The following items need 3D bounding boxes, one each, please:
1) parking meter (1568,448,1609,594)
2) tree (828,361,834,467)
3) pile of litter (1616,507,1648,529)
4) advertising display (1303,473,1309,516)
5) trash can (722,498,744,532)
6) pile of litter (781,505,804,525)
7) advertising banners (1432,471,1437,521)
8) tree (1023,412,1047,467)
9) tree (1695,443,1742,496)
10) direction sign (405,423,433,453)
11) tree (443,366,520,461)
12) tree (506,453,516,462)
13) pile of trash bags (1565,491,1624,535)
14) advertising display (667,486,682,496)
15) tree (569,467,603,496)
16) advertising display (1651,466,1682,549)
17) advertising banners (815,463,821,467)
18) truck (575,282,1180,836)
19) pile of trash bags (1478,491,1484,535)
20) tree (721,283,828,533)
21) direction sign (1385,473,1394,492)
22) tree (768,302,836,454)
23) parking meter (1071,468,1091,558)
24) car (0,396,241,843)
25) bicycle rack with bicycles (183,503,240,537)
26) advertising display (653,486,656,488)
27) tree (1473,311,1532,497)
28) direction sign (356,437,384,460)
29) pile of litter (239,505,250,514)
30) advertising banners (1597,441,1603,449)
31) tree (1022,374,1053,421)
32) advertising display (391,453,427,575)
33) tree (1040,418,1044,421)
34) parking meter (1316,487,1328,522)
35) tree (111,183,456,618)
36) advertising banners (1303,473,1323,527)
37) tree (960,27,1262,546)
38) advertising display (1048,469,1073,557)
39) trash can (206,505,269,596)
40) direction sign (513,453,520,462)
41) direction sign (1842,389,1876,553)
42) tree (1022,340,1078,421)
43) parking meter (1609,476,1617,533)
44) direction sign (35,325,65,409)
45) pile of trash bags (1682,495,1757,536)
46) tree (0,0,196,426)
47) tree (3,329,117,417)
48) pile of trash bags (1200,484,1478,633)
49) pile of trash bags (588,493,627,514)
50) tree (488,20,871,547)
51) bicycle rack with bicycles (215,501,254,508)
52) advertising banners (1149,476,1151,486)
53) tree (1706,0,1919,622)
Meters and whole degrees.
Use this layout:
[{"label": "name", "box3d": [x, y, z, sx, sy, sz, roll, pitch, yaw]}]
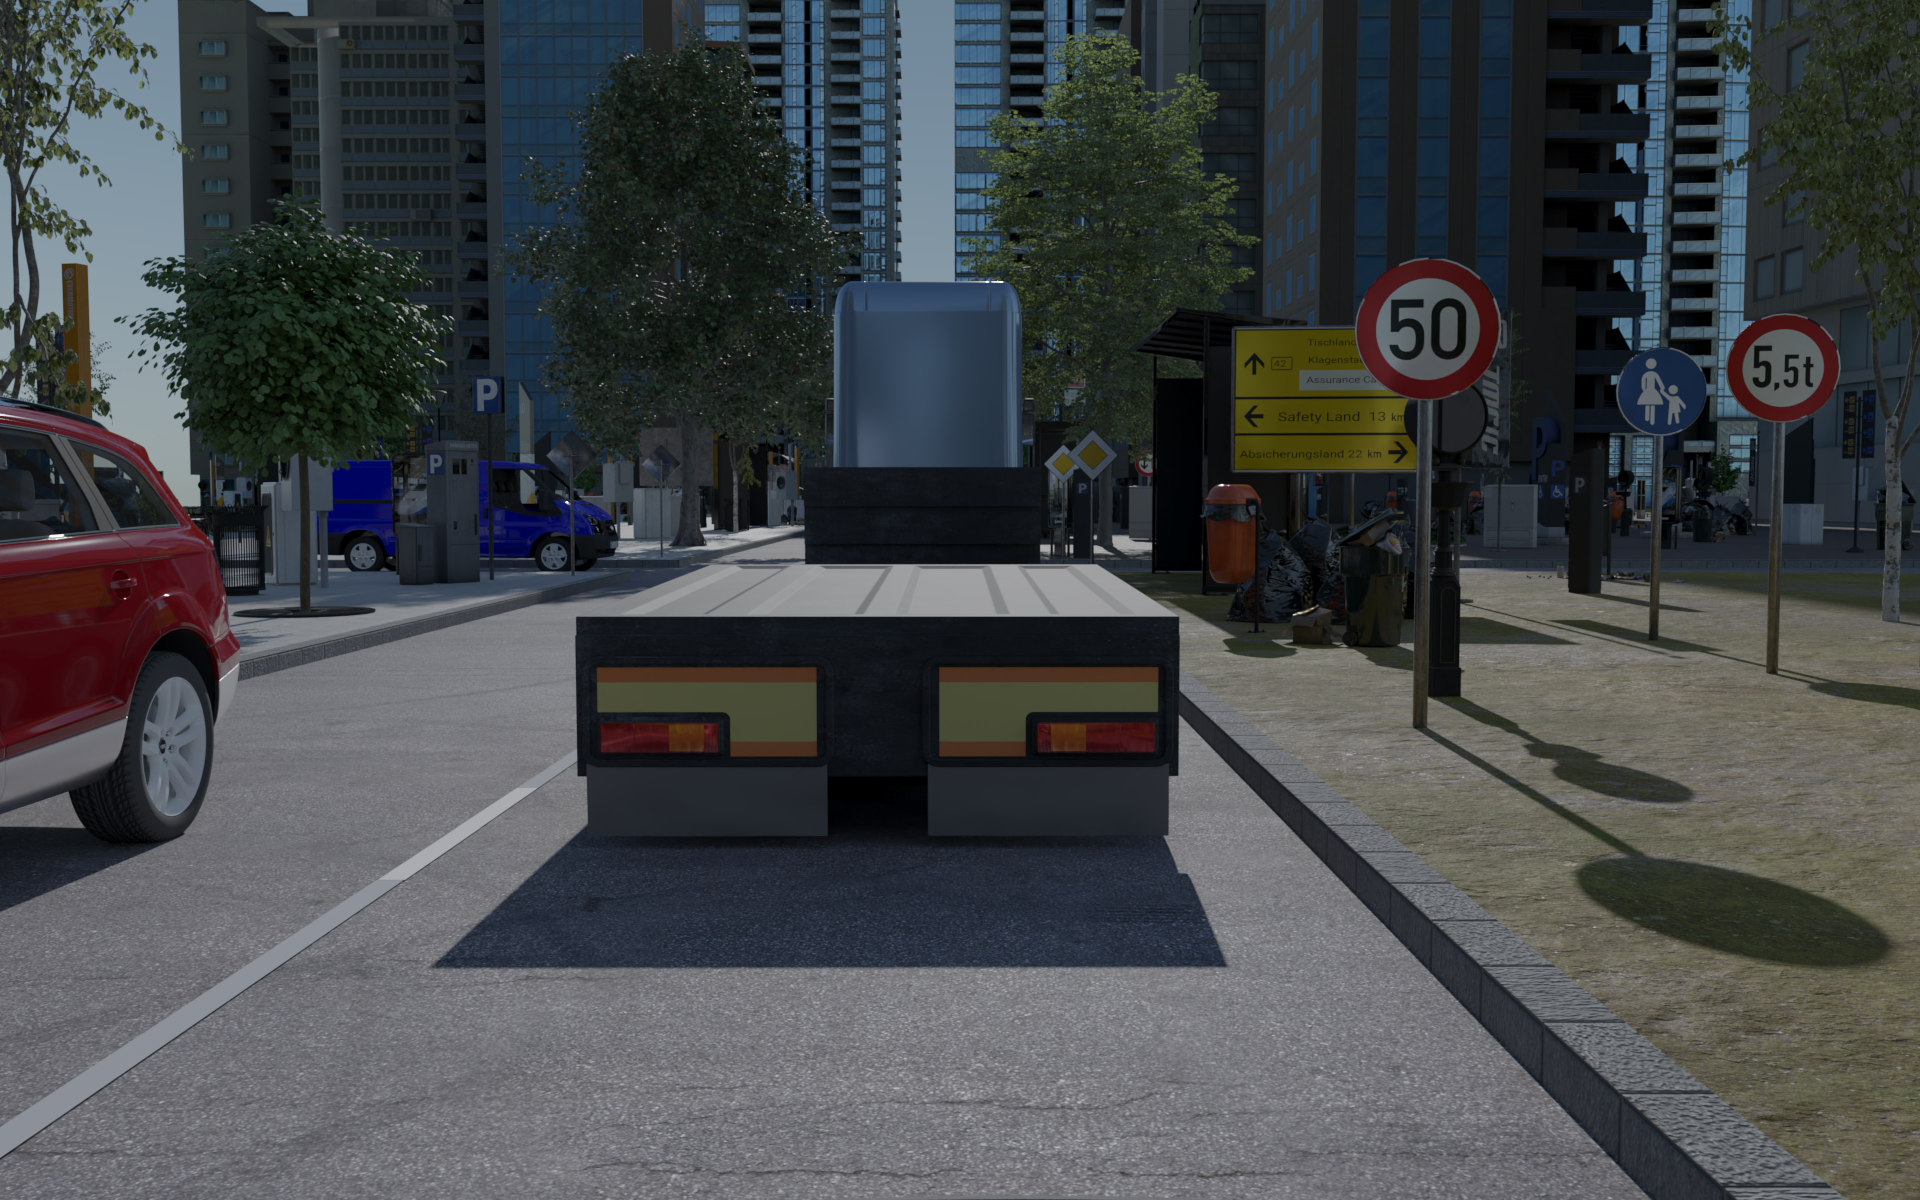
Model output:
[{"label": "parking meter", "box3d": [8.100, -1.023, 22.429, 0.255, 1.863, 0.399, -2, 4, -25]}, {"label": "tree", "box3d": [-6.488, -7.946, 80.284, 4.737, 8.622, 4.395, 0, 3, 0]}, {"label": "pile of litter", "box3d": [25.167, -3.103, 64.692, 1.719, 0.858, 1.176, -2, 4, -35]}, {"label": "advertising display", "box3d": [10.364, -2.912, 52.825, 0.123, 1.923, 0.974, -1, 4, -15]}, {"label": "trash can", "box3d": [-7.686, -2.876, 58.681, 0.748, 1.137, 0.748, 0, 3, 0]}, {"label": "pile of litter", "box3d": [-6.813, -3.524, 71.585, 1.719, 0.858, 1.176, -1, 4, -12]}, {"label": "advertising banners", "box3d": [17.074, -4.024, 61.975, 0.090, 3.025, 2.074, 0, 4, 5]}, {"label": "tree", "box3d": [2.921, -5.055, 66.362, 4.285, 4.588, 4.351, 0, 3, 0]}, {"label": "tree", "box3d": [28.766, -4.347, 65.681, 1.663, 3.219, 1.824, 0, 3, 0]}, {"label": "direction sign", "box3d": [-17.136, -3.848, 54.910, 0.876, 3.537, 0.379, -3, 4, -37]}, {"label": "tree", "box3d": [-27.779, -9.174, 100.353, 4.360, 8.622, 3.978, 0, 3, 0]}, {"label": "tree", "box3d": [-20.978, -5.291, 81.117, 1.663, 3.219, 1.824, 0, 3, 0]}, {"label": "pile of trash bags", "box3d": [19.812, -2.799, 55.509, 3.447, 1.369, 1.912, -1, 4, -17]}, {"label": "advertising display", "box3d": [-13.904, -4.897, 85.275, 0.974, 1.923, 0.123, 1, 4, 17]}, {"label": "tree", "box3d": [-19.589, -5.847, 90.196, 1.663, 3.219, 1.824, 0, 3, 0]}, {"label": "advertising display", "box3d": [16.495, -2.157, 40.488, 0.123, 1.923, 0.974, -1, 4, -12]}, {"label": "advertising banners", "box3d": [-7.335, -6.107, 96.043, 2.074, 3.025, 0.090, 3, 5, 44]}, {"label": "truck", "box3d": [-0.378, -1.617, 16.196, 2.967, 4.110, 18.799, 0, 4, 0]}, {"label": "pile of trash bags", "box3d": [16.423, -2.831, 56.042, 1.912, 1.369, 3.447, 2, 4, 25]}, {"label": "tree", "box3d": [-7.064, -6.473, 56.204, 4.737, 8.622, 4.395, 0, 3, 0]}, {"label": "direction sign", "box3d": [17.452, -4.793, 70.359, 0.379, 3.537, 0.876, 2, 4, 35]}, {"label": "tree", "box3d": [-6.477, -11.799, 103.291, 12.009, 13.543, 11.850, 0, 3, 0]}, {"label": "parking meter", "box3d": [2.434, -1.777, 34.759, 0.399, 1.863, 0.255, 0, 4, 0]}, {"label": "car", "box3d": [-4.257, 0.183, 5.676, 2.281, 1.827, 5.304, 0, 4, 0]}, {"label": "bicycle rack with bicycles", "box3d": [-23.642, -2.364, 52.026, 2.852, 0.926, 2.925, 3, 5, 43]}, {"label": "advertising display", "box3d": [-17.673, -5.809, 100.190, 0.123, 1.923, 0.974, -1, 4, -16]}, {"label": "tree", "box3d": [20.043, -7.114, 66.674, 4.737, 8.622, 4.395, 0, 3, 0]}, {"label": "direction sign", "box3d": [-19.658, -4.023, 57.777, 0.876, 3.537, 0.379, 0, 4, -8]}, {"label": "pile of litter", "box3d": [-28.945, -3.389, 69.369, 1.176, 0.858, 1.719, 0, 4, -1]}, {"label": "advertising banners", "box3d": [21.053, -3.763, 57.713, 0.090, 3.025, 2.074, 0, 4, 4]}, {"label": "tree", "box3d": [3.491, -9.464, 105.105, 4.737, 8.622, 4.395, 0, 3, 0]}, {"label": "advertising display", "box3d": [-8.480, -1.355, 27.371, 0.974, 1.923, 0.123, 0, 4, 4]}, {"label": "tree", "box3d": [2.804, -13.968, 145.392, 9.611, 12.733, 9.660, 0, 3, 0]}, {"label": "parking meter", "box3d": [12.234, -3.068, 58.574, 0.372, 1.533, 0.369, 0, 3, 0]}, {"label": "tree", "box3d": [-7.114, -2.125, 18.451, 4.285, 4.588, 4.351, 0, 3, 0]}, {"label": "advertising banners", "box3d": [8.936, -3.010, 45.398, 0.090, 3.025, 2.074, -2, 4, -27]}, {"label": "tree", "box3d": [3.585, -7.658, 43.337, 7.486, 12.596, 7.792, 0, 3, 0]}, {"label": "advertising display", "box3d": [2.065, -1.865, 35.715, 0.123, 1.923, 0.974, -1, 4, -21]}, {"label": "trash can", "box3d": [-9.150, -0.632, 21.981, 0.748, 1.137, 0.748, 0, 3, 0]}, {"label": "direction sign", "box3d": [-24.267, -6.290, 94.837, 0.379, 3.537, 0.876, 1, 4, 15]}, {"label": "direction sign", "box3d": [19.667, -2.810, 37.948, 0.379, 3.537, 0.876, -1, 4, -16]}, {"label": "tree", "box3d": [3.173, -12.796, 119.586, 12.009, 13.543, 11.850, 0, 3, 0]}, {"label": "parking meter", "box3d": [21.490, -3.152, 57.245, 0.399, 1.863, 0.255, 2, 4, 26]}, {"label": "direction sign", "box3d": [-12.218, -1.922, 23.416, 0.876, 3.537, 0.379, 3, 4, 36]}, {"label": "pile of trash bags", "box3d": [23.564, -2.764, 54.938, 1.912, 1.369, 3.447, -1, 4, -15]}, {"label": "tree", "box3d": [-6.995, -3.774, 12.061, 4.360, 8.622, 3.978, 0, 3, 0]}, {"label": "tree", "box3d": [-36.761, -7.367, 70.812, 4.737, 8.622, 4.395, 0, 3, 0]}, {"label": "pile of trash bags", "box3d": [3.484, -0.459, 17.250, 1.912, 1.369, 3.447, 3, 5, 40]}, {"label": "pile of trash bags", "box3d": [-22.033, -6.056, 108.773, 1.912, 1.369, 3.447, 2, 4, 35]}, {"label": "tree", "box3d": [-6.694, -7.677, 42.527, 9.611, 12.733, 9.660, 0, 3, 0]}, {"label": "bicycle rack with bicycles", "box3d": [-38.935, -4.768, 91.338, 2.925, 0.926, 2.852, 0, 4, -3]}, {"label": "advertising banners", "box3d": [7.490, -4.524, 70.155, 0.090, 3.025, 2.074, 1, 4, 22]}, {"label": "tree", "box3d": [9.351, -4.075, 16.994, 4.737, 8.622, 4.395, 0, 3, 0]}]
